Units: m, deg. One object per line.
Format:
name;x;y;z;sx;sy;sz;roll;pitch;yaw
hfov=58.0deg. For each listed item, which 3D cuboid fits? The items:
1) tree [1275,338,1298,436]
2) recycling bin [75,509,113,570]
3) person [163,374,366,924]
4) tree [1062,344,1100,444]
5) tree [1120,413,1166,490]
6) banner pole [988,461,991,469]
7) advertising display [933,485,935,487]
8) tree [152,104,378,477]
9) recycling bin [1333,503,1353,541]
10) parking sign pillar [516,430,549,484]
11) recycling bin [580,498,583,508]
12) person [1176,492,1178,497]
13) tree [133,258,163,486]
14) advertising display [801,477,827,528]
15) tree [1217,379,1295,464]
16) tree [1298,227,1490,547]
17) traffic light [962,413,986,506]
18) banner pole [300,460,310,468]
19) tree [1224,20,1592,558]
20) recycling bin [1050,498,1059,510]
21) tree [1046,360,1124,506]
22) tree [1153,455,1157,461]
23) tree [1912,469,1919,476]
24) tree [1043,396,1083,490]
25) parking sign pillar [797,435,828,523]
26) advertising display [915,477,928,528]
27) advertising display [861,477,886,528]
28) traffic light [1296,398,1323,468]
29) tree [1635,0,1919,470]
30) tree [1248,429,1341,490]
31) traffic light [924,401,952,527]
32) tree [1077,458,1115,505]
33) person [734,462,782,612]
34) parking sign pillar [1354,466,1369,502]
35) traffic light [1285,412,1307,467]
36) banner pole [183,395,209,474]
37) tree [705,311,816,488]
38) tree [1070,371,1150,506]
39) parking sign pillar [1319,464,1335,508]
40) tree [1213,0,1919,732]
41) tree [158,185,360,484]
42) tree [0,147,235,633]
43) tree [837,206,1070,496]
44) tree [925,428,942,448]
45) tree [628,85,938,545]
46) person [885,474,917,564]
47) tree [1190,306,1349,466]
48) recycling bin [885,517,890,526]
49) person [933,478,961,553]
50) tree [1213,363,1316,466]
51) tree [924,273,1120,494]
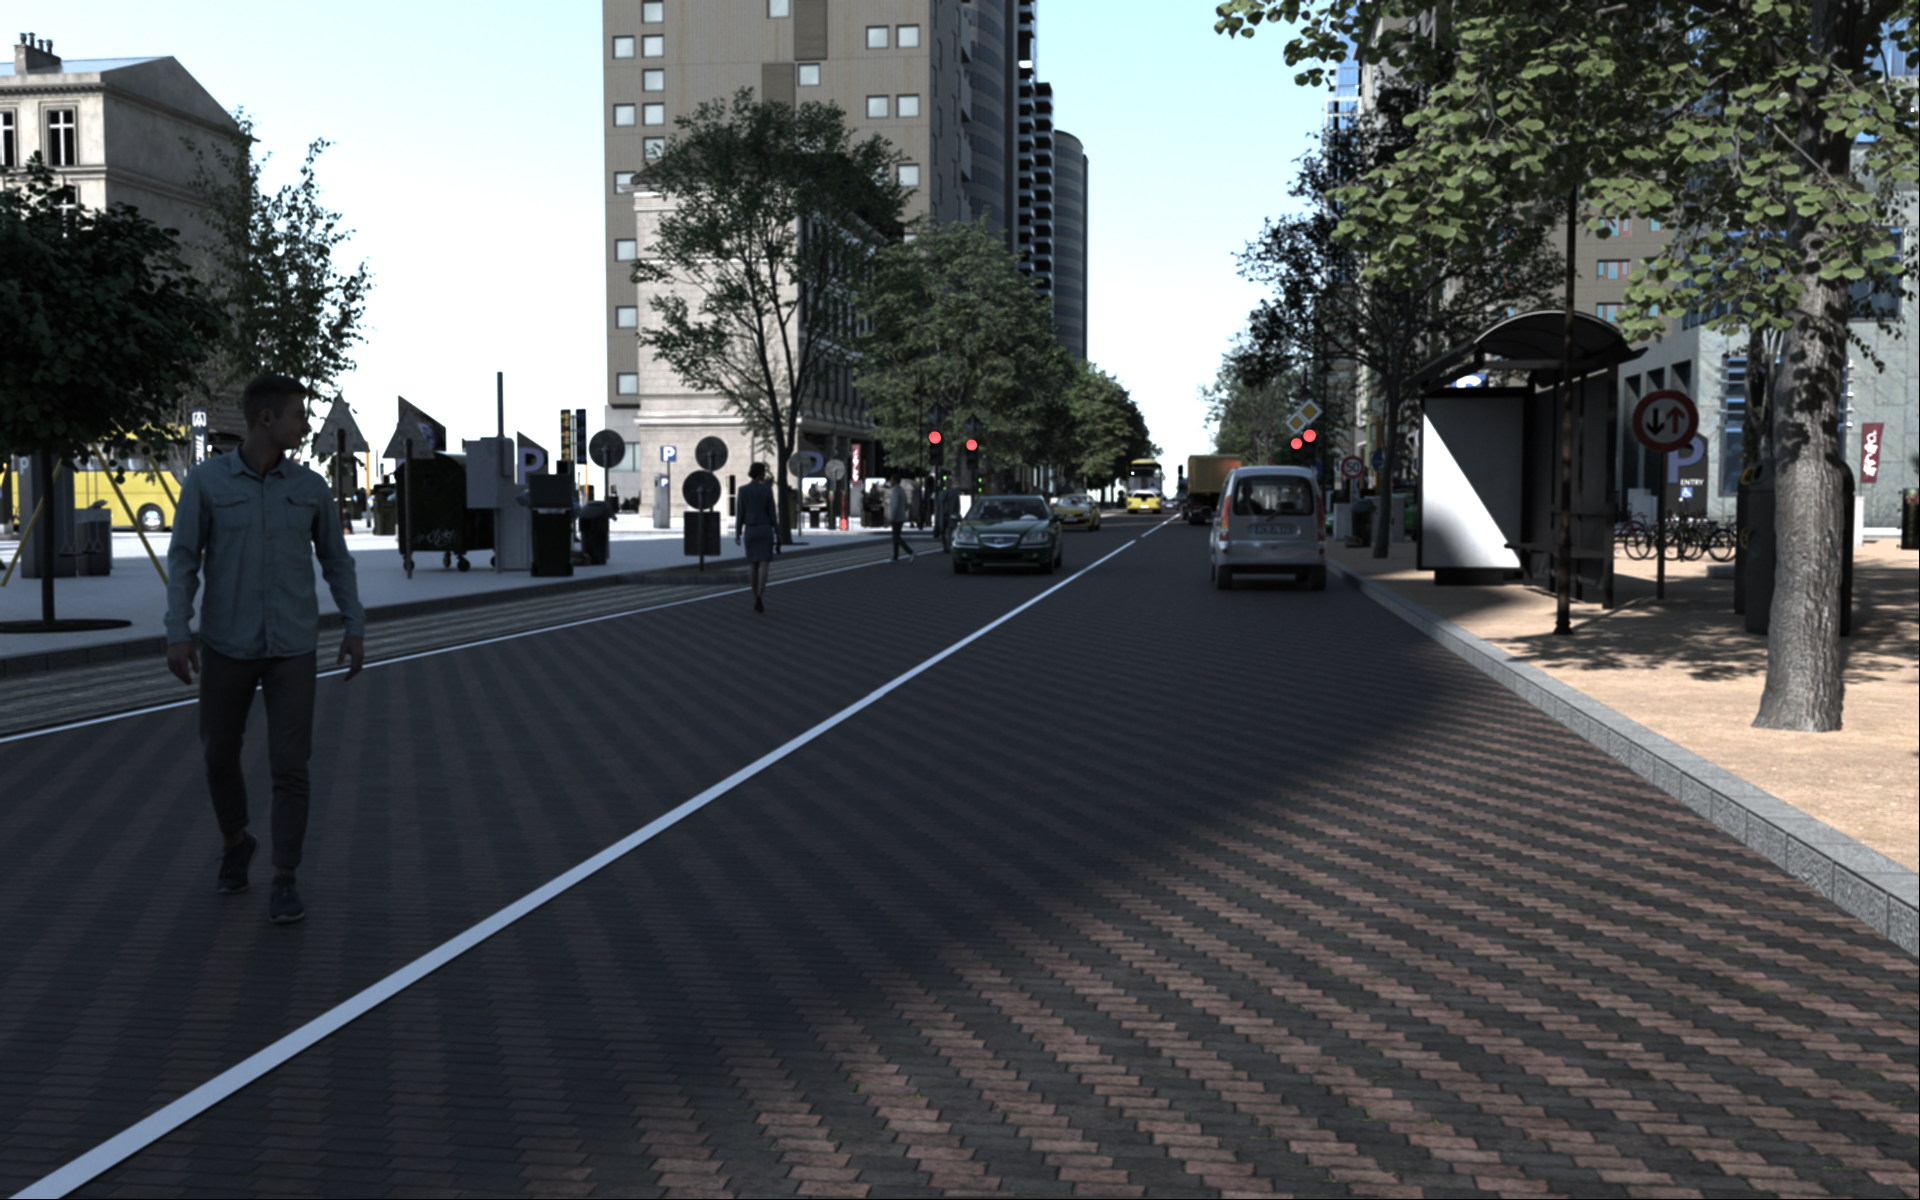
tree;14.663;-7.368;70.830;4.360;8.622;3.978;0;3;0
recycling bin;-14.989;-1.054;29.792;0.722;1.027;0.722;-2;4;-26
person;-2.408;0.142;6.045;0.638;1.841;0.748;-1;4;-18
tree;5.309;-11.608;115.552;9.928;11.665;9.643;0;3;0
tree;22.682;-19.212;231.118;9.611;12.733;9.660;0;3;0
banner pole;2.214;-8.504;129.058;0.401;3.779;0.863;1;4;21
advertising display;-1.628;-7.341;125.237;0.123;1.923;0.974;2;4;34
tree;-13.054;-5.058;33.058;4.737;8.622;4.395;0;3;0
recycling bin;10.640;-2.141;47.555;0.722;1.027;0.722;1;4;10
parking sign pillar;-17.931;-5.151;72.698;1.447;3.967;1.447;0;4;-8
recycling bin;-27.540;-6.835;124.304;0.722;1.027;0.722;-2;4;-34
person;33.855;-15.927;269.614;1.217;1.736;0.721;-1;4;-17
tree;-22.555;-6.122;50.462;4.360;8.622;3.978;0;3;0
advertising display;-5.505;-3.689;65.522;0.974;1.923;0.123;0;4;-6
tree;28.459;-15.143;164.601;9.611;12.733;9.660;0;3;0
tree;10.665;-5.595;41.835;4.360;8.622;3.978;0;3;0
traffic light;0.465;-4.365;60.284;0.839;4.253;0.868;1;4;8
banner pole;-43.608;-7.655;115.175;0.863;3.779;0.401;0;4;-8
tree;8.719;-6.106;34.240;7.601;10.594;8.767;2;4;32
recycling bin;6.537;-6.298;115.534;0.722;1.027;0.722;3;5;41
tree;11.024;-13.963;146.420;7.486;12.596;7.792;0;3;0
tree;30.439;-20.337;282.869;4.737;8.622;4.395;0;3;0
tree;35.976;-4.202;63.303;1.663;3.219;1.824;0;3;0
tree;7.197;-10.761;126.307;4.360;8.622;3.978;0;3;0
parking sign pillar;-6.685;-5.502;78.433;1.447;3.967;1.447;-1;4;-11
advertising display;-1.493;-3.763;66.731;0.123;1.923;0.974;-2;4;-24
advertising display;-3.232;-3.695;65.621;0.974;1.923;0.123;-2;4;-33
traffic light;10.209;-3.785;50.811;0.839;4.253;0.868;1;4;8
tree;10.996;-4.443;23.005;4.360;8.622;3.978;0;3;0
tree;16.043;-5.911;80.361;4.285;4.588;4.351;0;3;0
traffic light;-0.690;-3.881;52.382;0.839;4.253;0.868;1;4;8
tree;12.227;-10.550;156.199;4.285;4.588;4.351;0;3;0
person;-2.496;-0.776;21.211;0.581;1.822;0.654;1;4;11
parking sign pillar;28.147;-8.181;122.226;1.447;3.967;1.447;3;5;43
traffic light;11.363;-4.269;58.713;0.839;4.253;0.868;1;4;8
banner pole;-19.391;-3.296;43.914;0.863;3.779;0.401;1;4;13
tree;-7.867;-7.218;68.370;4.360;8.622;3.978;0;3;0
tree;14.683;-16.644;178.782;9.857;13.997;8.962;0;3;0
parking sign pillar;19.210;-6.331;91.979;1.447;3.967;1.447;0;4;3
tree;5.040;-5.575;9.271;7.486;12.596;7.792;0;3;0
tree;-16.119;-5.555;41.191;4.360;8.622;3.978;0;3;0
tree;-8.714;-2.002;16.450;4.285;4.588;4.351;0;3;0
tree;-0.289;-10.355;75.958;9.857;13.997;8.962;0;3;0
tree;-0.536;-10.494;121.941;4.737;8.622;4.395;0;3;0
tree;-4.418;-7.209;43.616;9.928;11.665;9.643;0;3;0
person;-1.202;-1.669;35.634;0.795;1.843;0.661;1;4;21
tree;19.921;-12.361;112.469;12.009;13.543;11.850;0;3;0
recycling bin;-3.345;-3.529;70.259;0.722;1.027;0.722;3;4;39
person;-0.332;-2.058;42.255;0.694;1.812;0.767;1;4;16
tree;22.120;-12.218;125.518;9.928;11.665;9.643;0;3;0
tree;2.106;-10.534;89.239;9.611;12.733;9.660;0;3;0
